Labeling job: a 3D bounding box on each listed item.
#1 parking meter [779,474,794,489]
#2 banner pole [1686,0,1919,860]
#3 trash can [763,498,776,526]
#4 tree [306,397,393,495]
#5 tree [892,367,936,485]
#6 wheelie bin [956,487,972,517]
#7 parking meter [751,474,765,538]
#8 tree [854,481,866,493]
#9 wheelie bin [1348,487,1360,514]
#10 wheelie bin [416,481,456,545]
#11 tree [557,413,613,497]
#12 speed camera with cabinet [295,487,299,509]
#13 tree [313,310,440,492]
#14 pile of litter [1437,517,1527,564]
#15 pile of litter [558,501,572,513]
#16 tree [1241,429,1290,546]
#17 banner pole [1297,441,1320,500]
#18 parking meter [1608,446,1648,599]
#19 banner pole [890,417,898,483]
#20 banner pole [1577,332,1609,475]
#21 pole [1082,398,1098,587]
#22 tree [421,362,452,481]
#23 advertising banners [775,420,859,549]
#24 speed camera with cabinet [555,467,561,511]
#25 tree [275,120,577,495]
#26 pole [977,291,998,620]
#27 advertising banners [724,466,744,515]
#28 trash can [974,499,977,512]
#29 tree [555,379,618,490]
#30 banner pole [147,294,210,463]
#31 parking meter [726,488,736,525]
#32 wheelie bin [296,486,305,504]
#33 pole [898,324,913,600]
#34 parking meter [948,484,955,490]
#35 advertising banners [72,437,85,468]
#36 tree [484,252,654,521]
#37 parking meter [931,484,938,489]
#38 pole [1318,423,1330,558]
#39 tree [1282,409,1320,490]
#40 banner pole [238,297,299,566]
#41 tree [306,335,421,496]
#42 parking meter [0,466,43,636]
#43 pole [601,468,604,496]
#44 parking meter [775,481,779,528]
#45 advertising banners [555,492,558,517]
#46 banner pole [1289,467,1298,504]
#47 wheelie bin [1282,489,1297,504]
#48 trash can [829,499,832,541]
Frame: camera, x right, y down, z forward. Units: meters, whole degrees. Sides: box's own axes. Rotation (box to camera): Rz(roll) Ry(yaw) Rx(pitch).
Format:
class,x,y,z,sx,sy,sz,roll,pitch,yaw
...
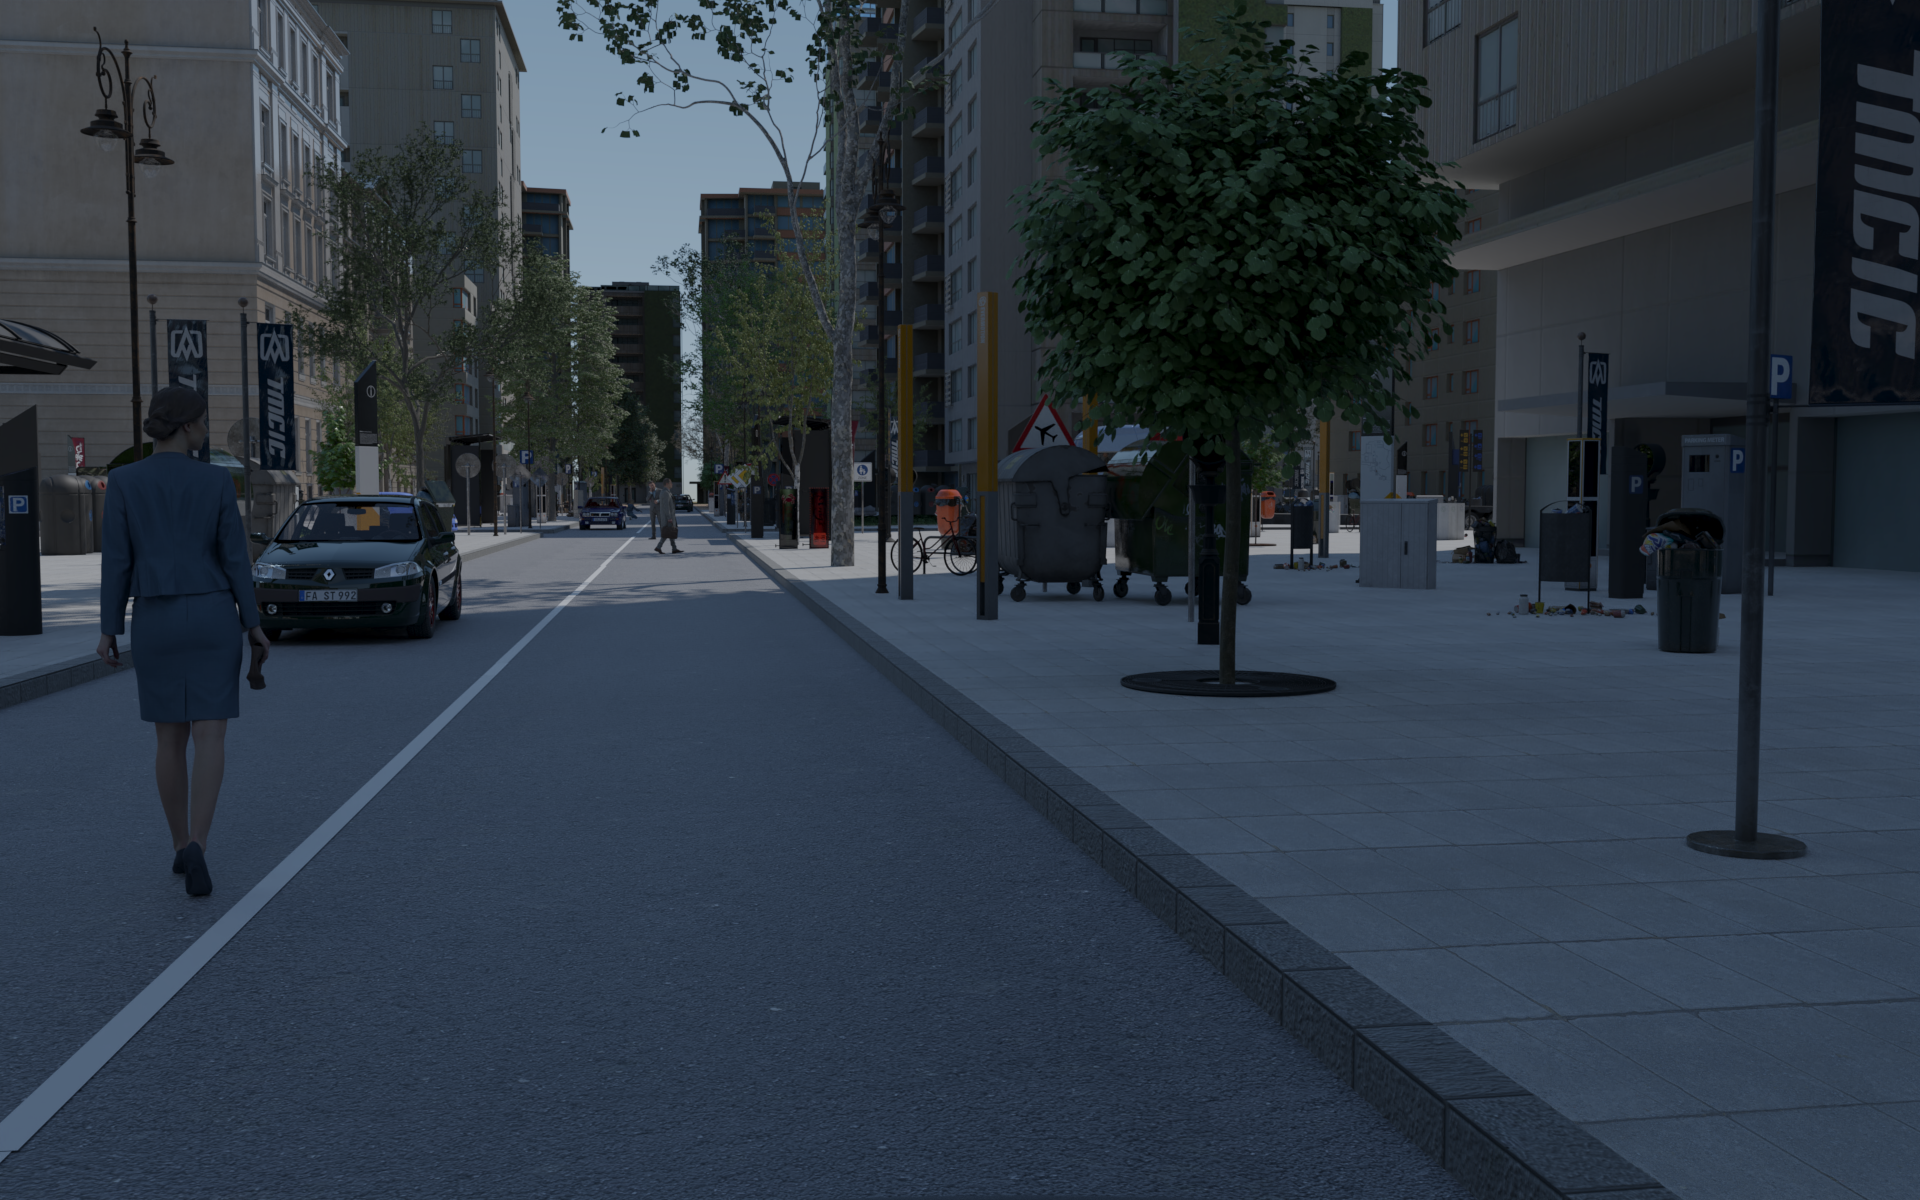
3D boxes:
class,x,y,z,sx,sy,sz,roll,pitch,yaw
parking meter,-4.879,-2.671,49.374,0.399,1.863,0.255,-1,4,-13
banner pole,3.052,-0.981,6.054,0.863,3.779,0.401,2,4,26
trash can,-7.672,-3.524,69.278,0.748,1.137,0.748,0,3,0
tree,-12.391,-2.442,34.535,1.663,3.219,1.824,0,3,0
tree,-3.451,-8.537,89.936,4.737,8.622,4.395,0,3,0
wheelie bin,0.083,-4.166,76.026,0.980,1.594,0.693,3,5,40
parking meter,-5.878,-2.730,50.352,0.399,1.863,0.255,0,4,-4
tree,-6.315,-6.588,102.307,1.663,3.219,1.824,0,3,0
wheelie bin,17.183,-4.107,75.052,0.693,1.594,0.980,1,4,16
wheelie bin,-12.277,-1.990,40.451,0.693,1.594,0.980,2,4,28
tree,-25.904,-10.402,120.438,4.737,8.622,4.395,0,3,0
speed camera with cabinet,-13.709,-2.361,32.942,2.038,3.252,0.660,-1,4,-8
tree,-21.843,-6.989,64.634,4.737,8.622,4.395,0,3,0
pile of litter,9.678,-1.120,32.270,1.719,0.858,1.176,1,4,18
pile of litter,-26.658,-6.280,116.638,1.176,0.858,1.719,-3,4,-37
tree,7.462,-2.950,42.830,1.663,3.219,1.824,0,3,0
banner pole,16.509,-5.607,81.689,0.863,3.779,0.401,-2,4,-33
parking meter,8.223,-0.954,21.313,0.399,1.863,0.255,-2,4,-23
banner pole,-1.725,-3.616,49.143,0.863,3.779,0.401,3,4,37
banner pole,9.803,-2.261,26.979,0.863,3.779,0.401,-2,4,-29
pole,1.788,-1.833,23.810,0.158,3.312,0.155,0,3,0
tree,-28.566,-8.578,90.610,4.360,8.622,3.978,0,3,0
advertising banners,-3.339,-2.717,40.610,2.074,3.025,0.090,-2,4,-24
speed camera with cabinet,-29.638,-8.124,127.166,0.660,3.252,2.038,-1,4,-11
tree,-13.099,-6.613,42.541,8.767,10.594,7.601,1,4,16
pole,0.279,-1.453,17.599,0.158,3.312,0.155,0,3,0
advertising banners,-14.049,-6.829,107.840,0.090,3.025,2.074,2,4,30
trash can,0.795,-2.653,55.026,0.748,1.137,0.748,0,3,0
tree,-23.323,-9.533,106.229,4.360,8.622,3.978,0,3,0
banner pole,-9.890,-1.947,21.851,0.863,3.779,0.401,-1,4,-14
parking meter,-9.587,-3.921,72.515,0.372,1.533,0.369,0,3,0
wheelie bin,-25.046,-3.500,65.136,0.980,1.594,0.693,3,5,43
pole,-0.660,-1.659,20.973,0.158,3.312,0.155,0,3,0
parking meter,-0.536,-5.903,102.218,0.255,1.863,0.399,-3,5,-44
advertising banners,-26.912,-3.540,54.064,0.090,3.025,2.074,1,4,15
tree,-19.046,-10.021,81.970,7.486,12.596,7.792,0,3,0
parking meter,-1.438,-5.608,97.401,0.255,1.863,0.399,-2,4,-32
pole,7.314,-2.502,34.752,0.158,3.312,0.155,0,3,0
tree,17.218,-8.653,91.835,4.360,8.622,3.978,0,3,0
banner pole,-8.948,-1.974,22.297,0.863,3.779,0.401,-3,5,-41
tree,-27.217,-7.852,78.743,4.360,8.622,3.978,0,3,0
parking meter,-8.589,-0.450,15.772,0.372,1.533,0.369,0,3,0
pole,-27.407,-8.506,132.909,0.158,3.312,0.155,0,3,0
parking meter,-6.797,-3.666,65.651,0.399,1.863,0.255,-1,4,-19
advertising banners,-22.841,-6.151,96.750,0.090,3.025,2.074,0,4,6
banner pole,20.354,-7.066,105.545,0.863,3.779,0.401,0,4,6
wheelie bin,20.499,-6.099,107.626,0.980,1.594,0.693,2,4,27
trash can,-3.716,-2.197,47.582,0.748,1.137,0.748,0,3,0
